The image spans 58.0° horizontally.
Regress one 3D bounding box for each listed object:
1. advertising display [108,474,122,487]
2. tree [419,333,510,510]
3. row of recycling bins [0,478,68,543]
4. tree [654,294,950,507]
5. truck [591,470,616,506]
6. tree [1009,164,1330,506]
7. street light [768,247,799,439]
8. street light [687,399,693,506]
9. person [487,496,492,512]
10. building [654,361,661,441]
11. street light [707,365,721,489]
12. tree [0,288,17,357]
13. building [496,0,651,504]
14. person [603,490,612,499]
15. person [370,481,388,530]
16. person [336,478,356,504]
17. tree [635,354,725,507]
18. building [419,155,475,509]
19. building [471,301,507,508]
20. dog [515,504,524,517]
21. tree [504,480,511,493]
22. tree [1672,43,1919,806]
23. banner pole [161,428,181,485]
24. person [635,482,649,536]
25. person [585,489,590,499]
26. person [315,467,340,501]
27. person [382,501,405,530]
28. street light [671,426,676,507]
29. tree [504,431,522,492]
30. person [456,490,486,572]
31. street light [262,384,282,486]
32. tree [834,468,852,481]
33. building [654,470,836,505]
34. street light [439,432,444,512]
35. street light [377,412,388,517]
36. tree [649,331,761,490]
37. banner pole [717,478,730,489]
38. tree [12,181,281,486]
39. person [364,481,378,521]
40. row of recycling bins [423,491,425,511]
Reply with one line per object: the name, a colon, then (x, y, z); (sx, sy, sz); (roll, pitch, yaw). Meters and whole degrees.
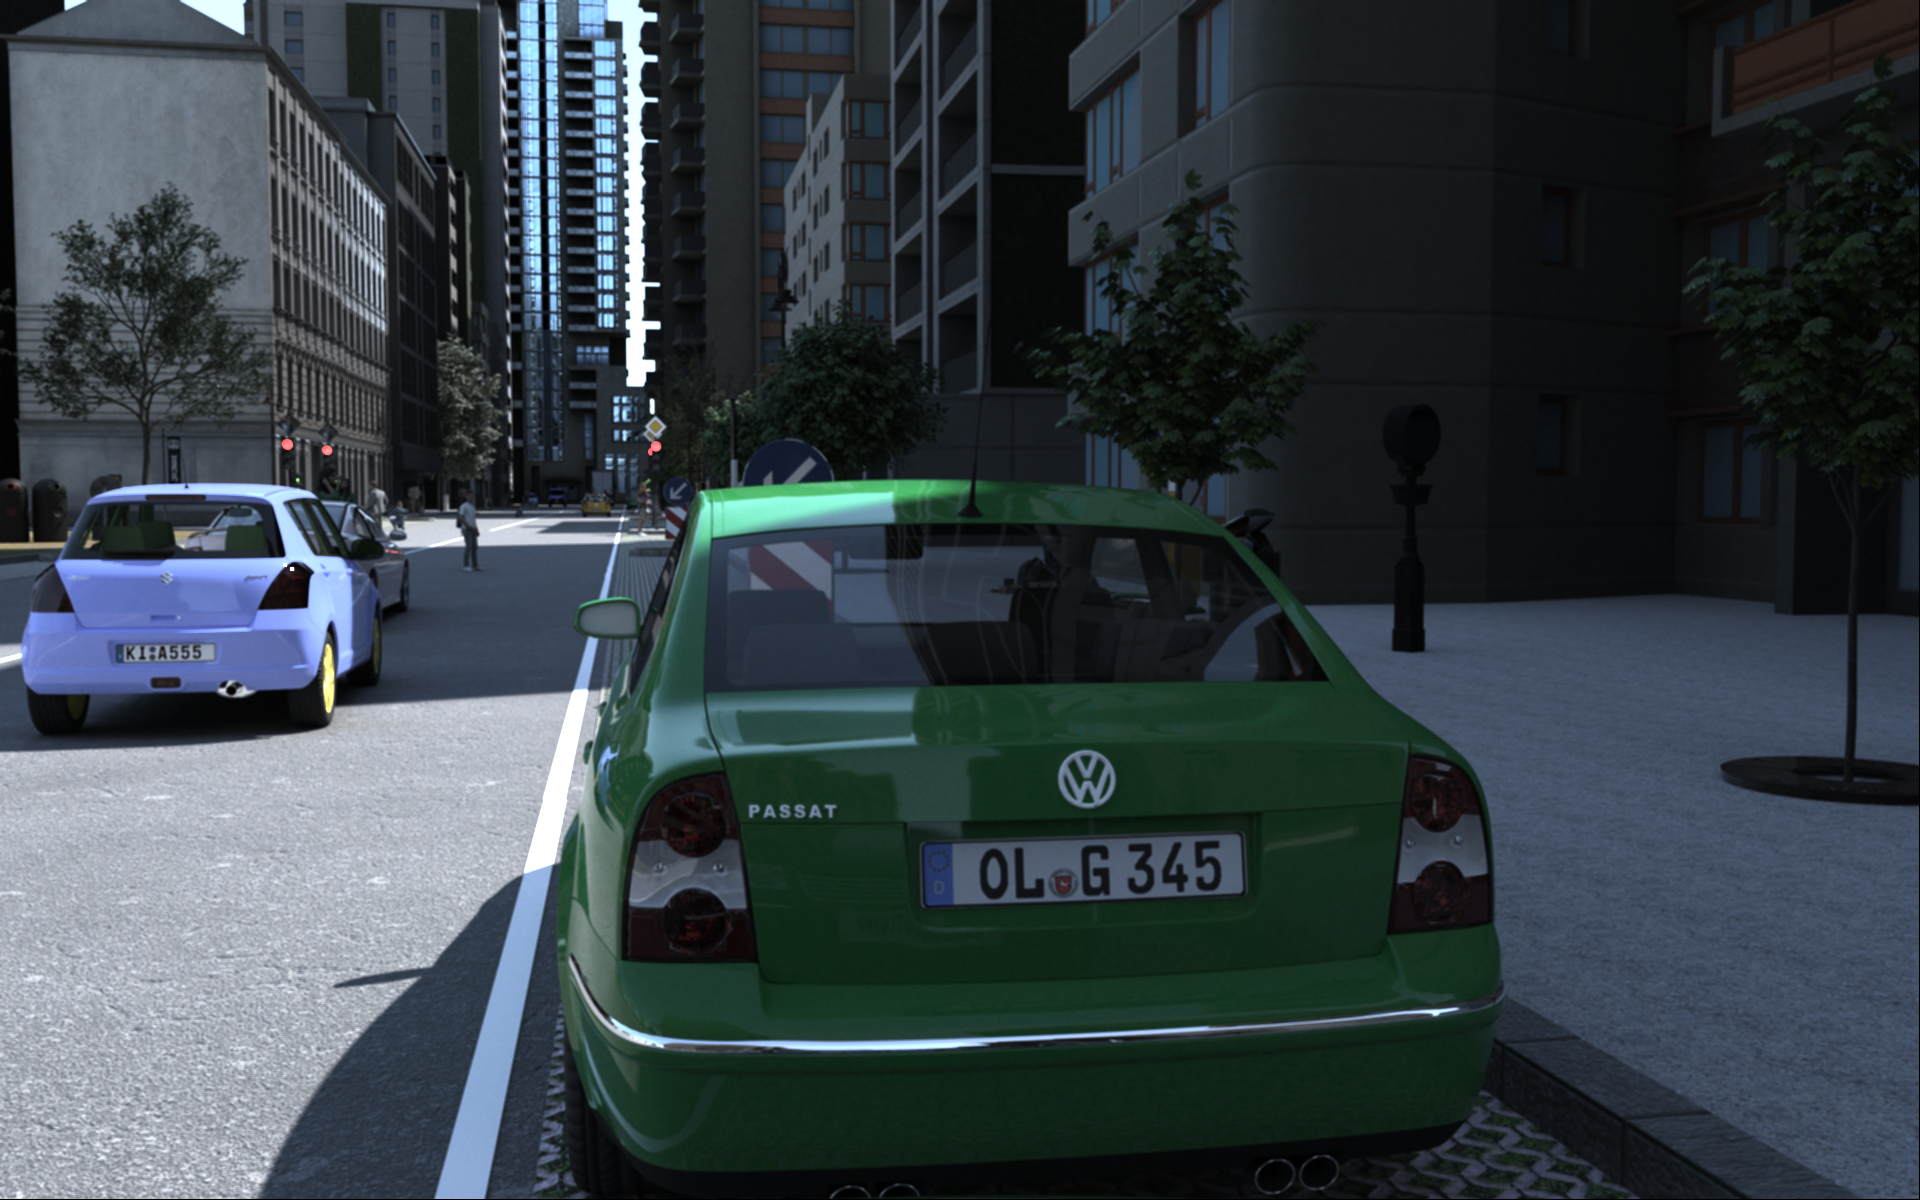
advertising display: (-27.973, -3.190, 57.366); (0.123, 1.923, 0.974); (-1, 4, -8)
tree: (-40.566, -14.000, 135.558); (9.857, 13.997, 8.962); (0, 3, 0)
row of recycling bins: (-25.485, -2.352, 45.571); (3.534, 1.692, 1.069); (-2, 4, -35)
tree: (-1.974, -2.734, 28.413); (4.285, 4.588, 4.351); (0, 3, 0)
truck: (-41.921, -13.135, 203.677); (2.839, 4.237, 11.283); (-1, 4, -10)
tree: (1.408, -0.954, 10.206); (1.663, 3.219, 1.824); (0, 3, 0)
street light: (-3.323, -3.661, 32.642); (0.468, 5.910, 1.993); (-1, 4, -11)
street light: (-13.198, -6.841, 84.636); (0.468, 5.910, 1.993); (-1, 4, -11)
person: (-38.599, -7.879, 141.998); (0.373, 1.253, 0.362); (-2, 4, -24)
building: (-28.096, -24.346, 243.091); (28.899, 21.520, 27.650); (-1, 4, -11)
street light: (-8.794, -5.456, 61.994); (0.468, 5.910, 1.993); (-1, 4, -11)
tree: (-23.991, -5.462, 39.671); (4.360, 8.622, 3.978); (0, 3, 0)
building: (-57.762, -56.272, 232.712); (31.000, 86.520, 22.319); (-1, 4, -11)
person: (-37.066, -10.575, 181.035); (1.348, 1.869, 0.705); (-1, 4, -15)
person: (-17.304, -2.620, 51.438); (0.391, 1.810, 0.635); (1, 4, 18)
person: (-14.163, -1.907, 39.934); (0.600, 1.795, 0.529); (-1, 4, -15)
tree: (-14.457, -8.558, 90.283); (4.737, 8.622, 4.395); (0, 3, 0)
building: (-49.102, -22.924, 146.503); (14.160, 30.474, 14.107); (-1, 4, -11)
building: (-59.161, -19.706, 167.226); (27.650, 21.520, 28.899); (-1, 4, -11)
dog: (-27.665, -5.594, 108.297); (0.800, 0.831, 0.513); (0, 4, -8)
tree: (-51.251, -12.227, 194.508); (1.663, 3.219, 1.824); (0, 3, 0)
tree: (4.046, -0.788, 7.491); (1.663, 3.219, 1.824); (0, 3, 0)
banner pole: (-30.012, -4.637, 65.833); (0.401, 3.779, 0.863); (3, 5, 44)
person: (-10.858, -3.104, 59.231); (0.573, 1.828, 0.580); (-2, 4, -35)
person: (-27.384, -7.240, 127.138); (0.793, 1.790, 0.793); (2, 4, 32)
person: (-8.535, -0.896, 23.398); (0.529, 1.795, 0.600); (0, 4, -1)
person: (-22.480, -3.359, 68.926); (1.012, 1.151, 0.738); (-3, 5, -40)
street light: (-18.875, -8.664, 114.443); (0.468, 5.910, 1.993); (-1, 4, -11)
tree: (-49.635, -14.523, 187.815); (4.360, 8.622, 3.978); (0, 3, 0)
person: (-9.079, -1.286, 32.128); (0.523, 1.515, 0.503); (-1, 4, -15)
street light: (-26.901, -5.813, 67.824); (0.468, 5.910, 1.993); (-1, 4, -11)
tree: (-3.294, -2.887, 41.796); (1.663, 3.219, 1.824); (0, 3, 0)
building: (-26.742, -47.136, 208.930); (20.563, 71.187, 20.611); (-1, 4, -11)
street light: (-38.001, -9.418, 126.764); (0.468, 5.910, 1.993); (-1, 4, -11)
street light: (-32.477, -7.623, 97.422); (0.468, 5.910, 1.993); (-1, 4, -11)
tree: (-11.134, -7.799, 77.870); (4.360, 8.622, 3.978); (0, 3, 0)
banner pole: (-13.020, -6.485, 96.040); (0.863, 3.779, 0.401); (-1, 4, -16)
tree: (-23.762, -7.127, 50.933); (7.601, 10.594, 8.767); (-3, 5, -40)
person: (-16.026, -2.333, 46.921); (0.573, 1.790, 0.520); (-2, 4, -29)
row of recycling bins: (-41.740, -7.460, 129.078); (3.534, 1.692, 1.069); (-1, 4, -18)
